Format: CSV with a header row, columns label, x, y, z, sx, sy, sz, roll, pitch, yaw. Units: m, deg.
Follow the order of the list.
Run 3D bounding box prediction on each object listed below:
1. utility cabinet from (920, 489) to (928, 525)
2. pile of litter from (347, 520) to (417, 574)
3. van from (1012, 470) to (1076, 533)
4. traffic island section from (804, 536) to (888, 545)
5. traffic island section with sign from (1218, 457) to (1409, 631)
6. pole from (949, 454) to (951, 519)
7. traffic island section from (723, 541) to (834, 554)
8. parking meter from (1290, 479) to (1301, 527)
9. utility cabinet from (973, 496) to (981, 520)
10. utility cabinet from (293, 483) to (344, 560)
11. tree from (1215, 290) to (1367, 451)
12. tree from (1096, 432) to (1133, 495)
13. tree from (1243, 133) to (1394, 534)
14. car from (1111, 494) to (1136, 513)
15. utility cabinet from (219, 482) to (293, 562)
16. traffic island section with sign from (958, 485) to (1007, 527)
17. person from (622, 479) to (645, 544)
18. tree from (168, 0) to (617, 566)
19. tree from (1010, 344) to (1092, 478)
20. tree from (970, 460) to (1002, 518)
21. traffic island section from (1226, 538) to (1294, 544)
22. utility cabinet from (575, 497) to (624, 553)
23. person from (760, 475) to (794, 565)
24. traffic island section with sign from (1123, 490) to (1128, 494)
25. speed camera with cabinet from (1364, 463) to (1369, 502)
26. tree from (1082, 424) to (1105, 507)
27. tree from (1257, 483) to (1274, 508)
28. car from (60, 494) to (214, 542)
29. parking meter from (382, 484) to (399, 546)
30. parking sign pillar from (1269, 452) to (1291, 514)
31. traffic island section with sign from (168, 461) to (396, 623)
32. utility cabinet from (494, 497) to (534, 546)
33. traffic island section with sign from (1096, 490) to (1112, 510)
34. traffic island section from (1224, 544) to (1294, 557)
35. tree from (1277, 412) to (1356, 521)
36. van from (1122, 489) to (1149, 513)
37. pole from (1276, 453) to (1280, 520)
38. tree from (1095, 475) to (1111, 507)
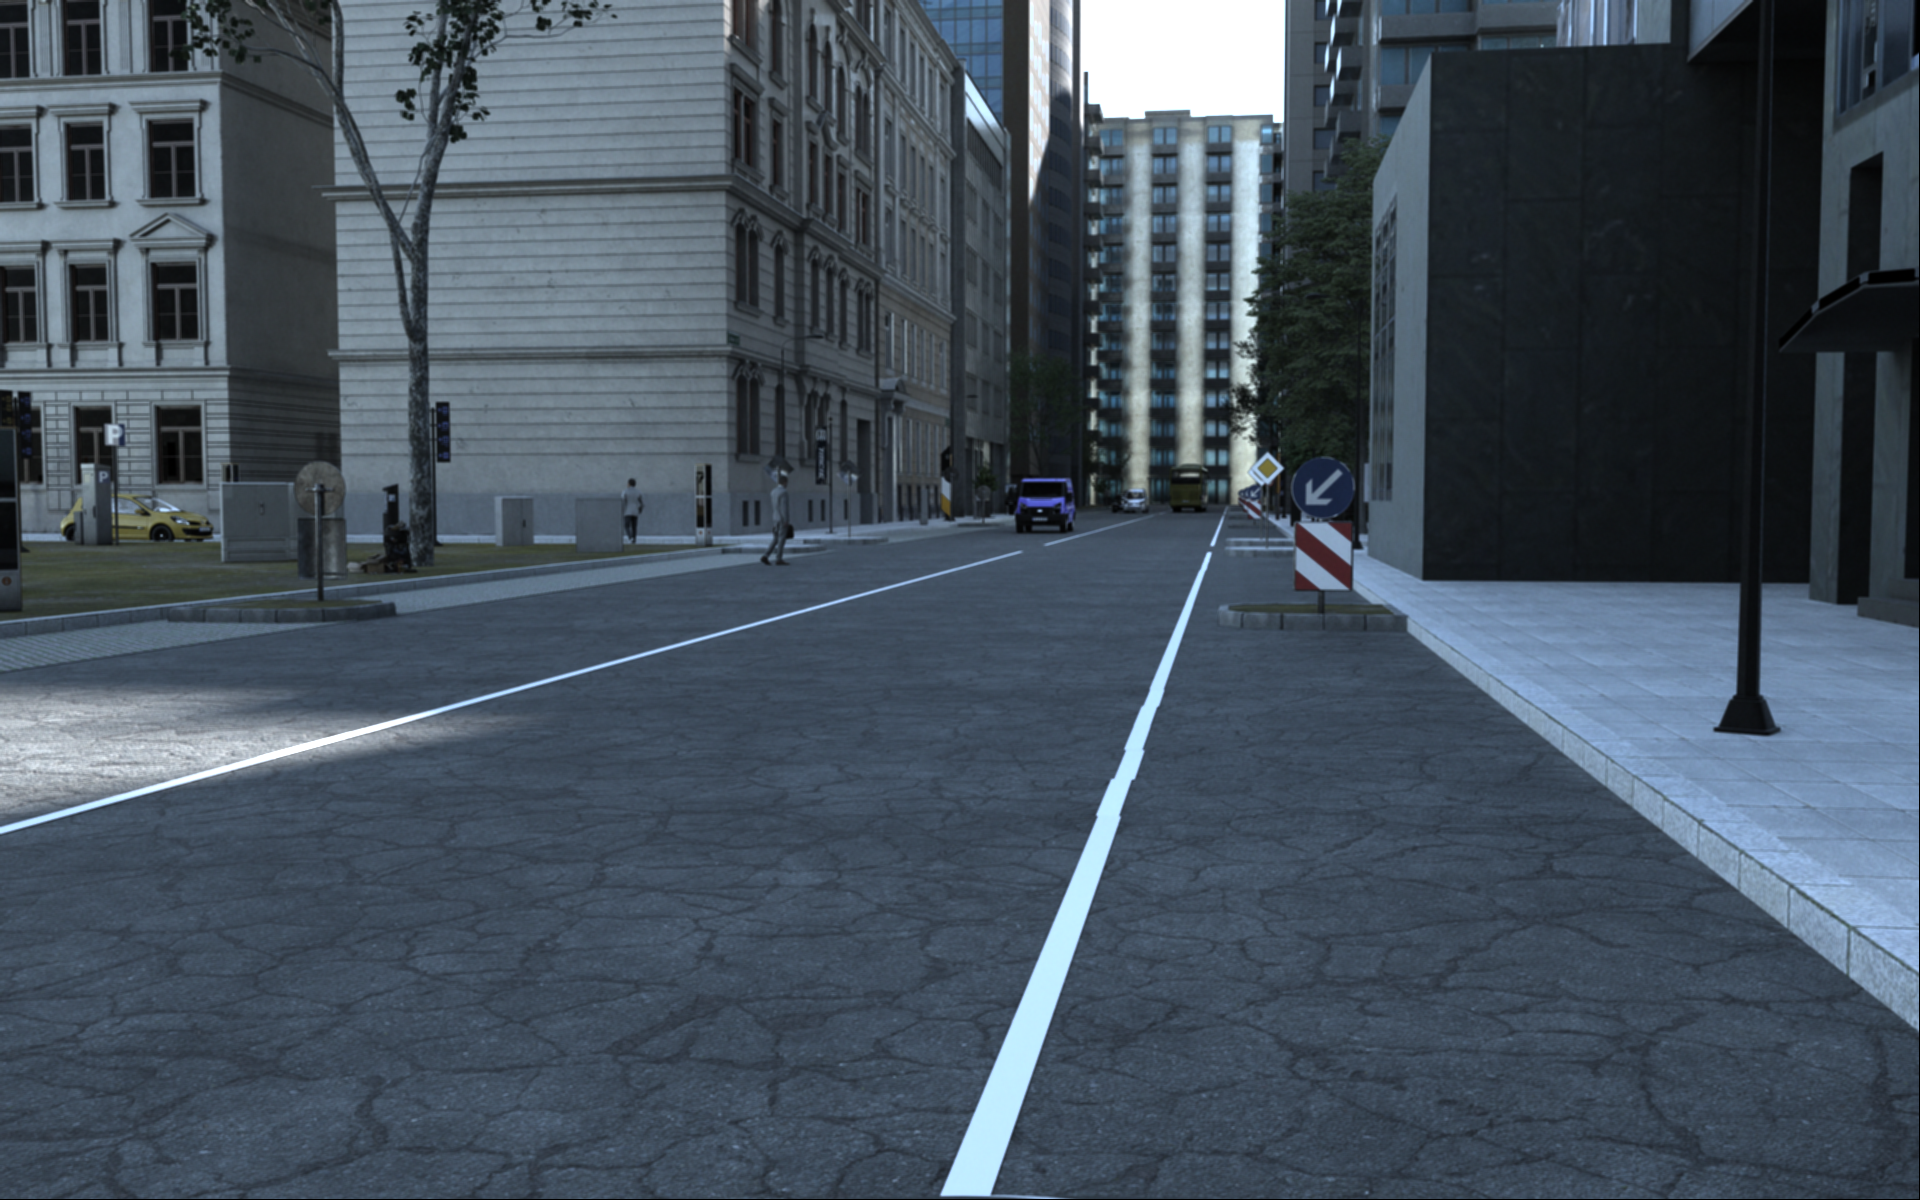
label,x,y,z,sx,sy,sz,roll,pitch,yaw
utility cabinet,-1.519,-3.880,72.113,0.318,1.500,1.173,0,4,-4
pile of litter,-9.481,-0.883,28.398,1.176,0.858,1.719,0,4,-8
van,3.236,-3.729,65.353,2.240,2.365,5.245,0,4,8
traffic island section,-3.252,-1.731,50.584,2.009,0.180,2.903,1,4,9
traffic island section with sign,3.875,-0.647,19.211,1.989,1.847,2.006,1,4,9
pole,-0.536,-5.793,88.558,0.158,3.312,0.155,0,3,0
traffic island section,-4.490,-1.249,42.695,2.009,0.180,2.903,1,4,9
parking meter,13.306,-3.842,68.526,0.399,1.863,0.255,-1,4,-11
utility cabinet,0.858,-4.630,86.863,0.306,1.237,1.020,0,4,-5
utility cabinet,-12.441,-1.505,33.279,1.173,1.500,0.318,1,4,15
tree,15.269,-8.893,79.819,7.601,10.594,8.767,-1,4,-17
tree,18.194,-15.388,201.948,4.360,8.622,3.978,0,3,0
tree,12.693,-8.367,54.925,7.486,12.596,7.792,0,3,0
car,12.798,-7.658,134.994,2.009,1.686,4.222,1,4,8
utility cabinet,-13.271,-1.464,32.613,1.173,1.500,0.318,-2,4,-31
traffic island section with sign,1.022,-4.098,75.636,1.989,1.847,2.006,1,4,9
person,-8.640,-2.287,45.745,0.661,1.843,0.795,-2,4,-27
tree,-10.868,-10.709,30.987,12.611,20.169,13.585,0,3,0
tree,5.591,-11.918,120.615,9.928,11.665,9.643,0,3,0
tree,1.261,-6.055,93.608,1.663,3.219,1.824,0,3,0
traffic island section,8.496,-1.618,48.741,2.009,0.180,2.903,1,4,9
utility cabinet,-7.940,-1.650,38.143,1.020,1.237,0.306,-1,4,-12
person,-3.615,-1.614,35.005,0.853,1.813,0.709,-3,4,-39
traffic island section with sign,17.243,-10.417,178.948,1.989,1.847,2.006,1,4,9
speed camera with cabinet,12.491,-3.337,48.889,2.038,3.252,0.660,2,4,24
tree,12.470,-13.514,171.312,4.737,8.622,4.395,0,3,0
tree,29.852,-10.872,172.364,1.663,3.219,1.824,0,3,0
car,-22.968,-2.337,48.440,3.980,1.641,2.015,0,4,8
parking meter,-13.982,-2.088,42.550,0.372,1.533,0.369,0,3,0
parking sign pillar,20.456,-7.465,110.522,1.447,3.967,1.447,0,4,-1
traffic island section with sign,-7.701,-0.700,20.072,1.989,1.847,2.006,1,4,9
utility cabinet,-11.053,-1.946,42.987,0.306,1.237,1.020,2,4,33
traffic island section with sign,12.943,-8.740,151.529,1.989,1.847,2.006,1,4,9
traffic island section,7.257,-1.136,40.852,2.009,0.180,2.903,1,4,9
tree,13.561,-4.972,65.005,4.285,4.588,4.351,0,3,0
van,13.161,-7.491,129.481,2.013,2.044,4.112,1,4,10
pole,15.759,-5.627,85.838,0.158,3.312,0.155,0,3,0
tree,14.672,-11.173,177.282,1.663,3.219,1.824,0,3,0
